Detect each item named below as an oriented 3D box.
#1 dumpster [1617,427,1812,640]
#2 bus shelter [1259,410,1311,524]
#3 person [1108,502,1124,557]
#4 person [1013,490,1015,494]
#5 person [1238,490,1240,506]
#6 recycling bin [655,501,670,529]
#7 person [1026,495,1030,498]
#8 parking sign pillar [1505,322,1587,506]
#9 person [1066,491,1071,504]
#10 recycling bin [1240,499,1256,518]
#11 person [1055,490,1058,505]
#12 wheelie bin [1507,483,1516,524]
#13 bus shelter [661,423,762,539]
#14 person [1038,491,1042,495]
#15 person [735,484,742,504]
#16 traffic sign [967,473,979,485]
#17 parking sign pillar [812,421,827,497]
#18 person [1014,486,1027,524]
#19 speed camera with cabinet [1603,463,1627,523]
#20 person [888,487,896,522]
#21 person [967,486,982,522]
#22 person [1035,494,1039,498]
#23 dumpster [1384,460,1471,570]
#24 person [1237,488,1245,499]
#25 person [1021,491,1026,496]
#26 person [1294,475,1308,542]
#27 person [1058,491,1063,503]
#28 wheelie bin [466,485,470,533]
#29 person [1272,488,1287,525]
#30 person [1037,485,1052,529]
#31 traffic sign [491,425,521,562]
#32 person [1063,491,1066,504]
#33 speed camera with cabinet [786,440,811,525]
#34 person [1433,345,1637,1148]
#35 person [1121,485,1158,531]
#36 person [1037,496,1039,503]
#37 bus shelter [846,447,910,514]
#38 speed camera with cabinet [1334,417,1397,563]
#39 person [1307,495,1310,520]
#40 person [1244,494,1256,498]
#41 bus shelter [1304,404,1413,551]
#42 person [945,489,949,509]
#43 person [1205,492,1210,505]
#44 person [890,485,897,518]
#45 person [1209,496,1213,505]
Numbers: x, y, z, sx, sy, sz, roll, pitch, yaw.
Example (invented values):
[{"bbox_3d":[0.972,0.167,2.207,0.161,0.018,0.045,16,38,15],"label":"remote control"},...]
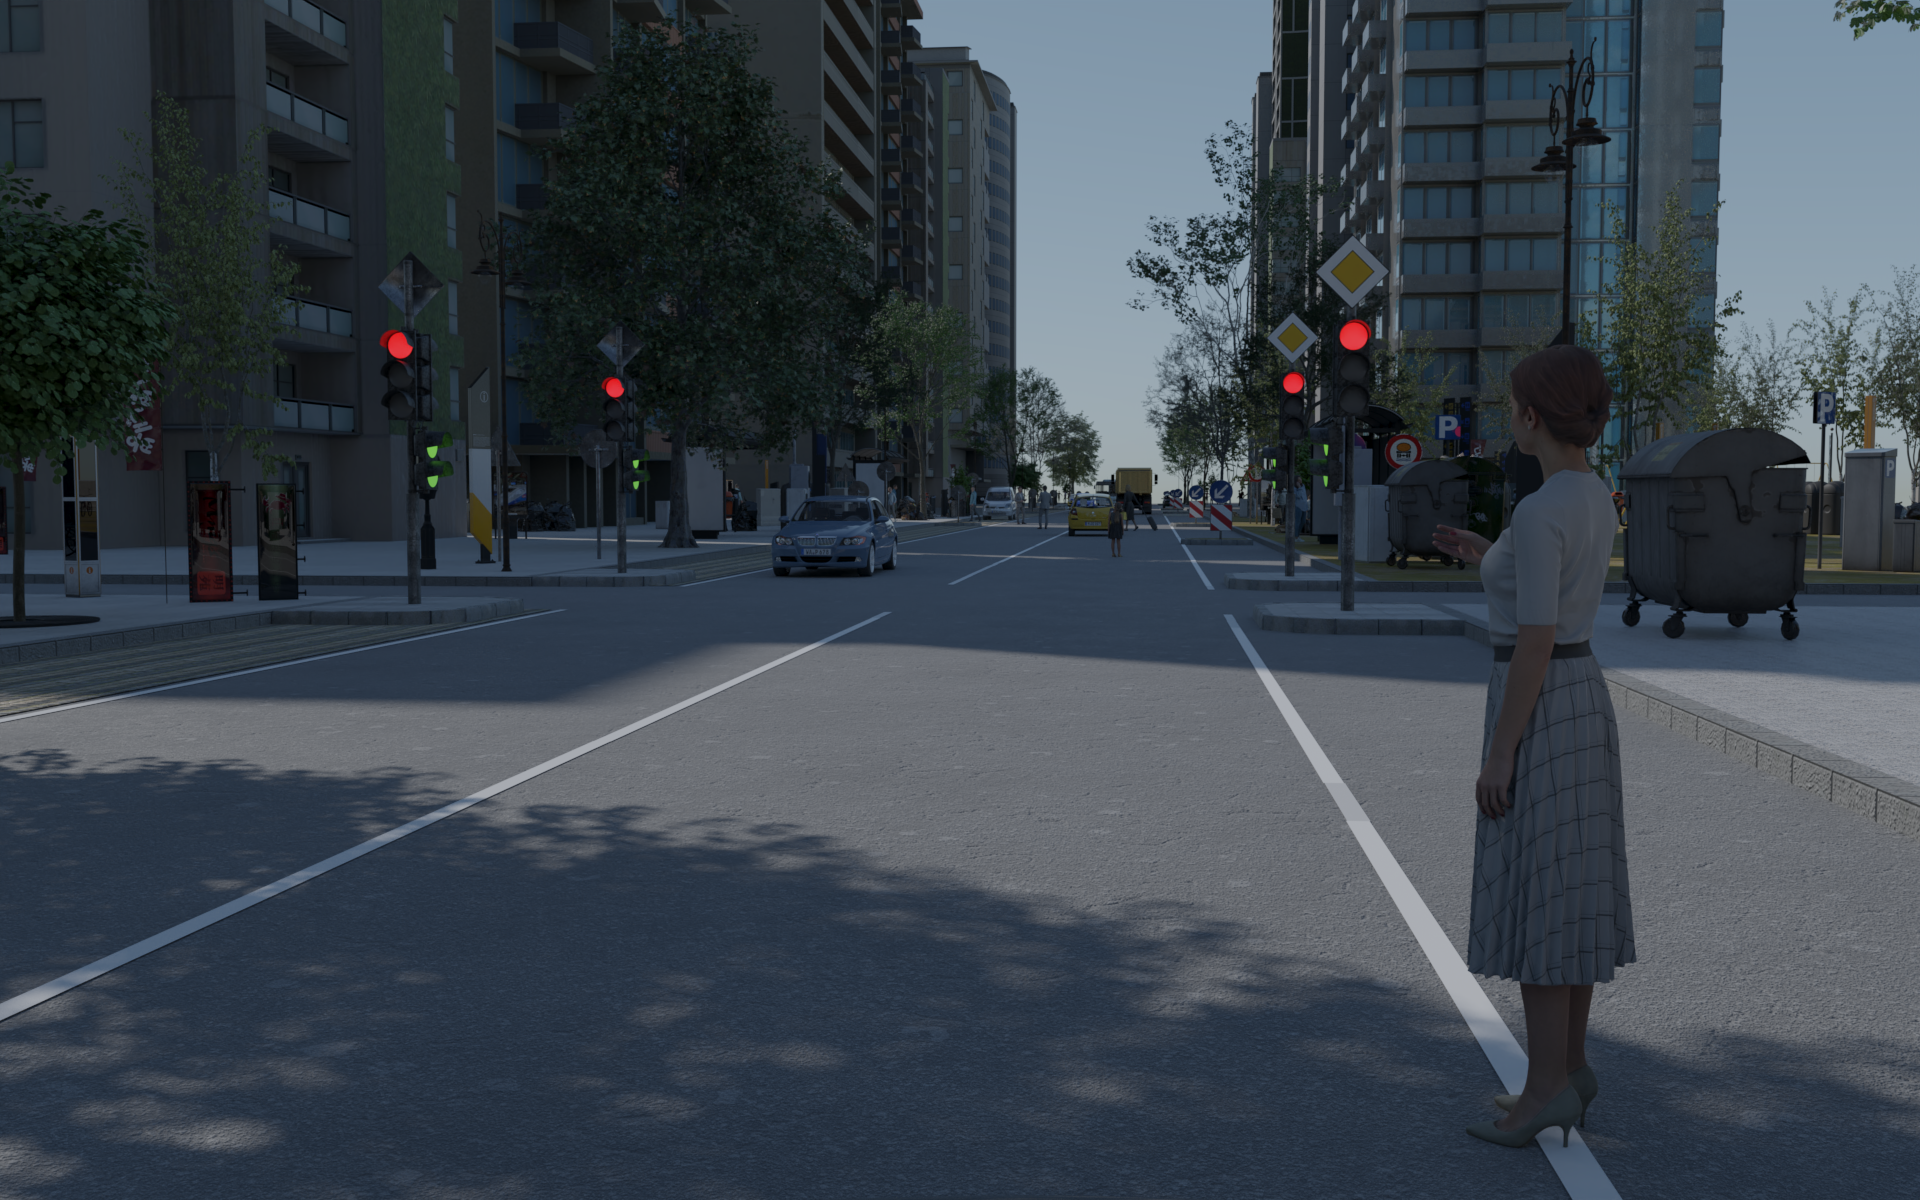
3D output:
[{"bbox_3d":[6.919,-0.623,15.947,1.264,1.857,1.865,0,4,6],"label":"dumpster"},{"bbox_3d":[14.639,-6.134,77.925,2.179,5.291,8.768,0,4,6],"label":"bus shelter"},{"bbox_3d":[3.530,-1.595,39.254,0.362,1.253,0.373,1,4,16],"label":"person"},{"bbox_3d":[6.876,-13.364,224.536,1.348,1.826,0.705,-2,4,-34],"label":"person"},{"bbox_3d":[30.115,-10.960,186.070,0.721,1.723,1.217,0,4,2],"label":"person"},{"bbox_3d":[-10.683,-3.119,63.547,0.722,1.027,0.722,3,5,39],"label":"recycling bin"},{"bbox_3d":[9.564,-14.289,239.681,0.705,1.822,1.348,-2,4,-28],"label":"person"},{"bbox_3d":[9.533,-2.414,27.935,1.447,3.967,1.447,-1,4,-16],"label":"parking sign pillar"},{"bbox_3d":[14.528,-13.801,232.369,0.721,1.739,1.217,3,5,40],"label":"person"},{"bbox_3d":[15.807,-5.035,94.873,0.722,1.027,0.722,-2,4,-24],"label":"recycling bin"},{"bbox_3d":[11.525,-12.325,207.640,0.705,1.814,1.350,1,4,17],"label":"person"},{"bbox_3d":[16.220,-2.619,50.732,0.980,1.594,0.693,1,4,15],"label":"wheelie bin"},{"bbox_3d":[-7.170,-3.538,51.778,2.014,3.302,5.546,0,4,6],"label":"bus shelter"},{"bbox_3d":[10.586,-13.325,223.892,1.348,1.826,0.705,0,4,2],"label":"person"},{"bbox_3d":[-12.483,-5.543,96.537,0.748,1.841,0.638,-2,4,-35],"label":"person"},{"bbox_3d":[0.733,-6.329,103.592,0.768,2.556,0.104,1,4,11],"label":"traffic sign"},{"bbox_3d":[-4.579,-4.148,56.288,1.447,3.967,1.447,0,4,-3],"label":"parking sign pillar"},{"bbox_3d":[2.905,-4.505,82.358,0.606,1.804,0.583,-3,5,-45],"label":"person"},{"bbox_3d":[32.745,-5.610,86.064,2.038,3.252,0.660,1,4,21],"label":"speed camera with cabinet"},{"bbox_3d":[-3.254,-4.474,81.004,0.589,1.601,0.330,1,4,12],"label":"person"},{"bbox_3d":[0.752,-4.929,88.948,0.748,1.841,0.638,0,4,5],"label":"person"},{"bbox_3d":[8.776,-12.089,203.331,1.348,1.869,0.705,3,5,43],"label":"person"},{"bbox_3d":[8.104,-1.484,30.018,1.264,1.857,1.865,0,4,6],"label":"dumpster"},{"bbox_3d":[22.245,-7.994,137.259,0.721,1.766,1.217,-1,4,-17],"label":"person"},{"bbox_3d":[7.646,-12.735,214.989,1.217,1.736,0.721,1,4,13],"label":"person"},{"bbox_3d":[9.070,-2.449,46.354,0.793,1.790,0.793,0,4,7],"label":"person"},{"bbox_3d":[13.638,-14.229,239.202,1.217,1.766,0.721,-2,4,-23],"label":"person"},{"bbox_3d":[-16.188,-3.043,57.669,0.693,1.594,0.980,-3,5,-42],"label":"wheelie bin"},{"bbox_3d":[12.417,-3.708,67.154,0.782,1.767,0.515,-3,4,-37],"label":"person"},{"bbox_3d":[3.430,-3.812,71.022,0.606,1.804,0.583,-2,4,-28],"label":"person"},{"bbox_3d":[-8.739,-2.007,32.817,0.884,2.594,0.081,1,4,13],"label":"traffic sign"},{"bbox_3d":[13.757,-13.501,227.719,0.436,1.711,0.756,0,4,-4],"label":"person"},{"bbox_3d":[-4.914,-3.571,52.726,0.660,3.252,2.038,0,4,0],"label":"speed camera with cabinet"},{"bbox_3d":[1.246,0.316,3.903,0.524,1.755,0.480,3,4,36],"label":"person"},{"bbox_3d":[6.958,-3.591,67.437,1.509,1.804,0.699,0,4,-1],"label":"person"},{"bbox_3d":[11.154,-14.717,247.180,0.721,1.766,1.217,-1,4,-10],"label":"person"},{"bbox_3d":[-3.641,-5.139,77.953,2.014,3.302,5.546,0,4,6],"label":"bus shelter"},{"bbox_3d":[7.712,-2.362,32.948,0.660,3.252,2.038,0,4,-6],"label":"speed camera with cabinet"},{"bbox_3d":[13.573,-3.463,67.346,0.332,1.250,0.352,1,4,18],"label":"person"},{"bbox_3d":[23.200,-8.108,138.603,0.705,1.824,1.348,-3,5,-43],"label":"person"},{"bbox_3d":[9.453,-2.921,41.683,2.014,3.302,5.546,0,4,6],"label":"bus shelter"},{"bbox_3d":[-1.166,-8.328,143.001,0.445,1.727,0.742,-1,4,-10],"label":"person"},{"bbox_3d":[29.944,-12.451,210.328,1.217,1.743,0.721,3,5,41],"label":"person"},{"bbox_3d":[-3.570,-5.267,92.502,0.444,1.785,0.601,0,4,-3],"label":"person"},{"bbox_3d":[25.236,-10.068,173.884,0.991,1.433,0.599,0,4,-3],"label":"person"}]
